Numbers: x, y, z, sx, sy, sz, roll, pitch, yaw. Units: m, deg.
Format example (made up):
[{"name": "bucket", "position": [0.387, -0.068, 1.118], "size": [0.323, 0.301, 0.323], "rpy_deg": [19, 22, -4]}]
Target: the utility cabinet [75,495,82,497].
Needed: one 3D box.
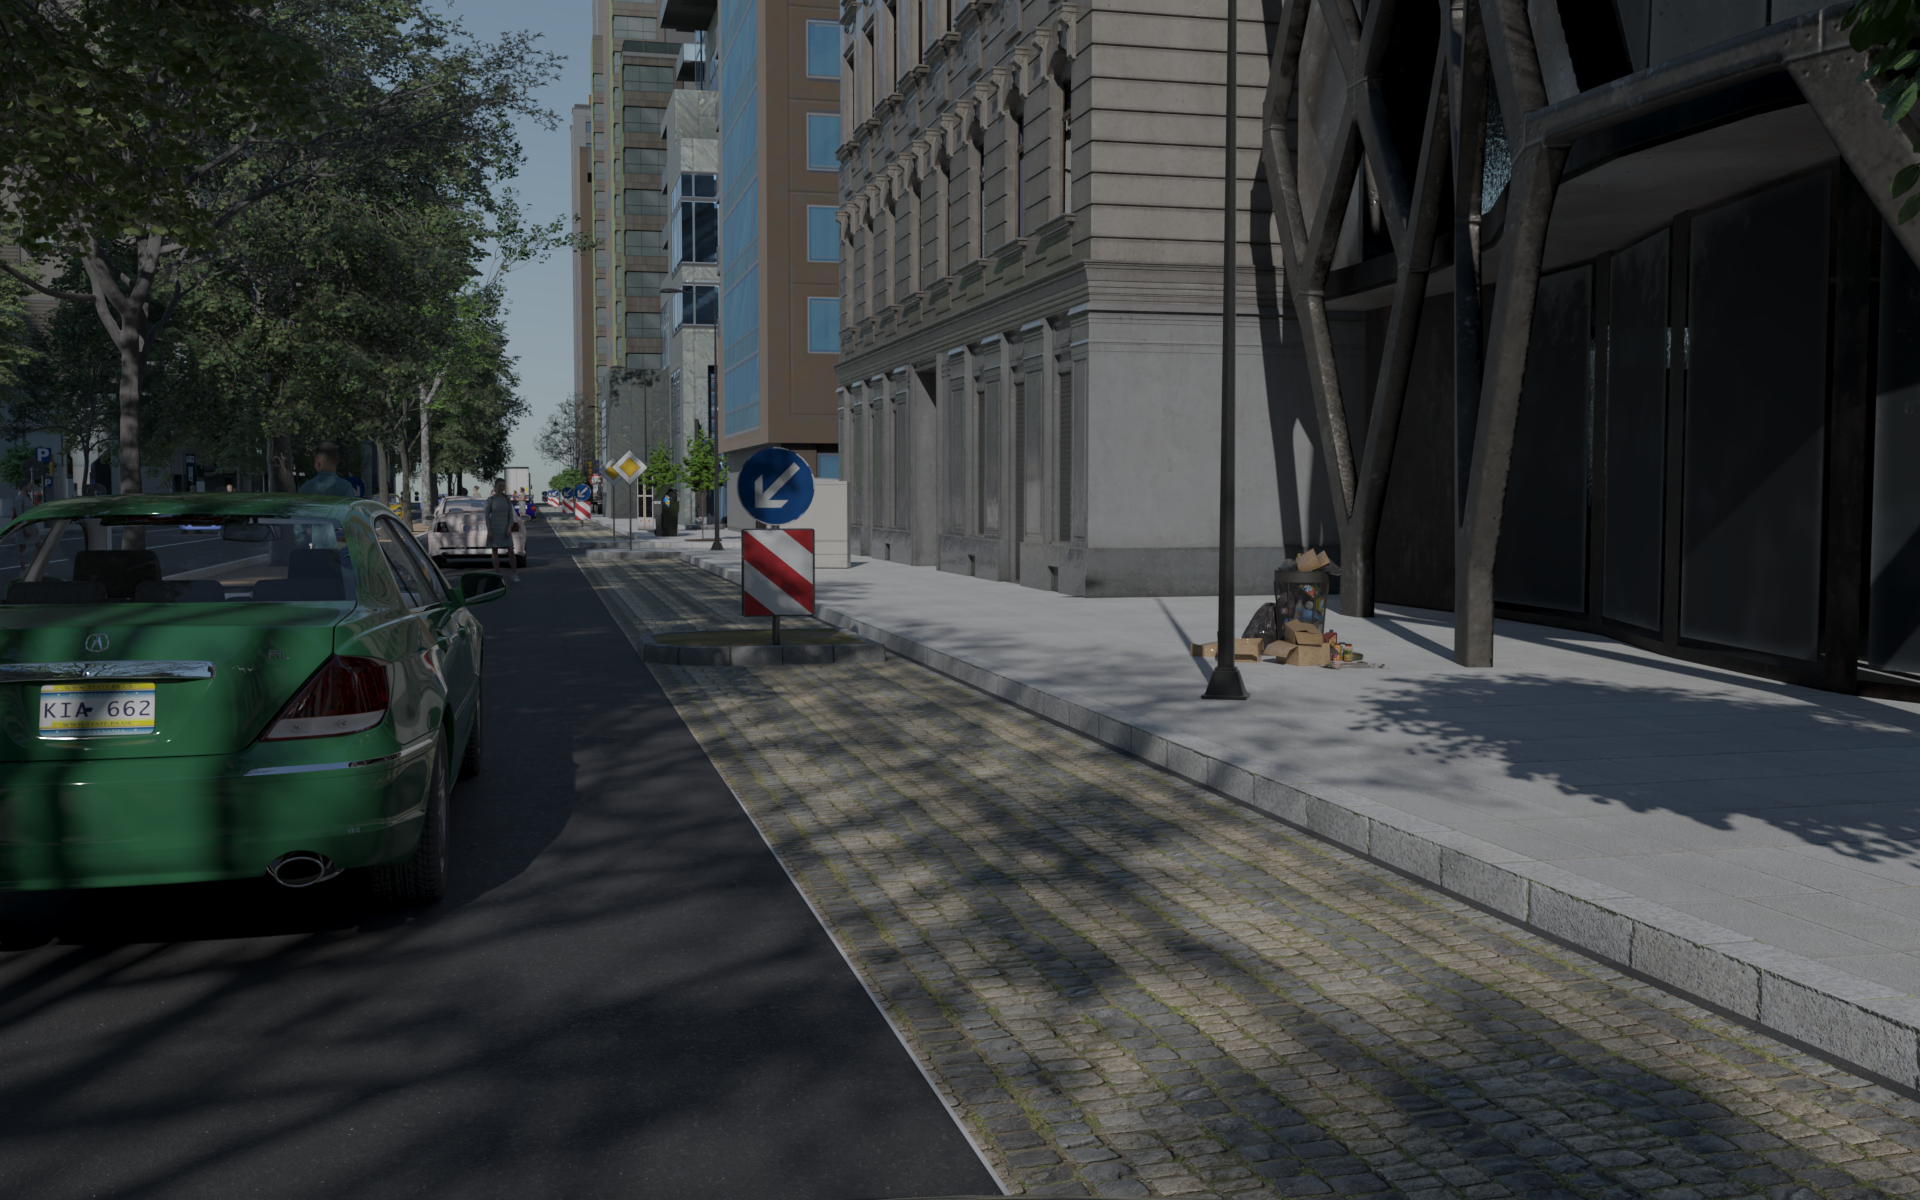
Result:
[{"name": "utility cabinet", "position": [-45.068, -4.743, 88.702], "size": [0.306, 1.237, 1.020], "rpy_deg": [-3, 4, -37]}]

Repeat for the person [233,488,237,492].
[{"name": "person", "position": [-39.843, -5.272, 95.243], "size": [0.519, 1.759, 0.362], "rpy_deg": [-3, 5, -40]}]

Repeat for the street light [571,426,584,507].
[{"name": "street light", "position": [-25.824, -8.971, 119.212], "size": [1.470, 5.913, 1.316], "rpy_deg": [-1, 4, -14]}]

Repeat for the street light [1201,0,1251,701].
[{"name": "street light", "position": [1.149, -2.329, 10.620], "size": [1.470, 5.913, 1.316], "rpy_deg": [-1, 4, -14]}]

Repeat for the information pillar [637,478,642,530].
[{"name": "information pillar", "position": [-11.225, -3.479, 61.367], "size": [0.304, 2.012, 0.304], "rpy_deg": [2, 4, 25]}]

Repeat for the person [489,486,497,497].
[{"name": "person", "position": [-17.619, -3.485, 66.074], "size": [0.643, 1.750, 0.593], "rpy_deg": [3, 4, 36]}]

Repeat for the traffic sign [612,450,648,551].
[{"name": "traffic sign", "position": [-7.487, -2.182, 39.312], "size": [0.795, 2.450, 0.064], "rpy_deg": [-1, 4, -14]}]

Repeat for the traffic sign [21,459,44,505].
[{"name": "traffic sign", "position": [-33.510, -3.823, 62.613], "size": [0.768, 2.556, 0.104], "rpy_deg": [-1, 4, -13]}]

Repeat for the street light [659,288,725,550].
[{"name": "street light", "position": [-6.073, -4.080, 39.253], "size": [1.470, 5.913, 1.316], "rpy_deg": [-1, 4, -14]}]

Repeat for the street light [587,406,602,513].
[{"name": "street light", "position": [-18.833, -7.248, 91.044], "size": [1.470, 5.913, 1.316], "rpy_deg": [-1, 4, -14]}]

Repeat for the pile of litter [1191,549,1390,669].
[{"name": "pile of litter", "position": [2.492, 0.037, 13.360], "size": [1.176, 0.858, 1.719], "rpy_deg": [-1, 4, -21]}]

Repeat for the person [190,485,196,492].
[{"name": "person", "position": [-32.827, -4.017, 74.347], "size": [0.590, 1.801, 0.661], "rpy_deg": [-2, 4, -33]}]

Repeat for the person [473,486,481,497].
[{"name": "person", "position": [-20.128, -3.852, 71.822], "size": [0.599, 1.781, 0.374], "rpy_deg": [2, 4, 32]}]

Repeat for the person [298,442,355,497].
[{"name": "person", "position": [-5.032, -0.325, 13.674], "size": [0.638, 1.841, 0.748], "rpy_deg": [2, 4, 33]}]

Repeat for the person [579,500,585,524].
[{"name": "person", "position": [-18.207, -4.567, 83.745], "size": [0.524, 1.755, 0.480], "rpy_deg": [-2, 4, -25]}]

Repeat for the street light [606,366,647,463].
[{"name": "street light", "position": [-11.948, -5.522, 62.834], "size": [1.470, 5.913, 1.316], "rpy_deg": [-1, 4, -14]}]

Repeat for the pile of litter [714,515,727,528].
[{"name": "pile of litter", "position": [-8.788, -3.208, 66.415], "size": [1.719, 0.858, 1.176], "rpy_deg": [2, 4, 34]}]

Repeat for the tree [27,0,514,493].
[{"name": "tree", "position": [-13.308, -7.623, 33.756], "size": [9.857, 13.997, 8.962], "rpy_deg": [0, 3, 0]}]

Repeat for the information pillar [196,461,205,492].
[{"name": "information pillar", "position": [-50.133, -7.525, 114.382], "size": [0.504, 3.616, 0.183], "rpy_deg": [-2, 4, -29]}]

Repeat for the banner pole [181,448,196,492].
[{"name": "banner pole", "position": [-41.986, -6.370, 94.169], "size": [0.863, 3.779, 0.401], "rpy_deg": [-1, 4, -14]}]

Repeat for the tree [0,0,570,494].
[{"name": "tree", "position": [-9.958, -6.587, 20.520], "size": [12.009, 13.543, 11.850], "rpy_deg": [0, 3, 0]}]

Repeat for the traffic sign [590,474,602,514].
[{"name": "traffic sign", "position": [-22.983, -6.687, 109.440], "size": [0.768, 2.556, 0.104], "rpy_deg": [-1, 4, -9]}]

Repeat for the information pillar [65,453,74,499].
[{"name": "information pillar", "position": [-47.962, -6.236, 93.310], "size": [0.183, 3.616, 0.504], "rpy_deg": [1, 4, 10]}]

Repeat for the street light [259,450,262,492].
[{"name": "street light", "position": [-46.527, -8.810, 116.591], "size": [1.470, 5.913, 1.316], "rpy_deg": [-1, 4, -14]}]

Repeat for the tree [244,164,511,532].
[{"name": "tree", "position": [-18.095, -7.691, 53.962], "size": [9.928, 11.665, 9.643], "rpy_deg": [0, 3, 0]}]

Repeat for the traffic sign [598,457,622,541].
[{"name": "traffic sign", "position": [-9.413, -2.656, 47.063], "size": [0.795, 2.450, 0.064], "rpy_deg": [-1, 4, -14]}]

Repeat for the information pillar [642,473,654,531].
[{"name": "information pillar", "position": [-10.940, -3.451, 60.922], "size": [0.304, 2.012, 0.304], "rpy_deg": [-1, 4, -10]}]

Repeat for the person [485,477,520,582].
[{"name": "person", "position": [-7.497, -1.147, 28.258], "size": [0.512, 1.701, 0.522], "rpy_deg": [-2, 4, -32]}]

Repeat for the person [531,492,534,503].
[{"name": "person", "position": [-66.715, -15.932, 269.788], "size": [0.445, 1.727, 0.742], "rpy_deg": [3, 5, 44]}]

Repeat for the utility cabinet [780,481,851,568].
[{"name": "utility cabinet", "position": [-2.488, -1.295, 29.851], "size": [1.173, 1.500, 0.318], "rpy_deg": [0, 4, 8]}]

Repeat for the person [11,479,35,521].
[{"name": "person", "position": [-16.251, -1.263, 30.160], "size": [0.522, 1.701, 0.512], "rpy_deg": [0, 4, -4]}]

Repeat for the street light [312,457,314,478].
[{"name": "street light", "position": [-53.385, -10.515, 144.460], "size": [1.470, 5.913, 1.316], "rpy_deg": [-1, 4, -14]}]

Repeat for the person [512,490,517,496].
[{"name": "person", "position": [-34.119, -7.540, 132.497], "size": [1.217, 1.743, 0.721], "rpy_deg": [2, 4, 31]}]

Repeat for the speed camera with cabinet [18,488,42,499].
[{"name": "speed camera with cabinet", "position": [-59.844, -7.207, 112.167], "size": [2.038, 3.252, 0.660], "rpy_deg": [0, 4, -4]}]

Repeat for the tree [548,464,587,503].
[{"name": "tree", "position": [-42.265, -12.521, 188.424], "size": [4.285, 4.588, 4.351], "rpy_deg": [0, 3, 0]}]

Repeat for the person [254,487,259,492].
[{"name": "person", "position": [-38.670, -5.288, 95.202], "size": [0.529, 1.795, 0.600], "rpy_deg": [-3, 4, -38]}]

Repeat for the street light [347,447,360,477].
[{"name": "street light", "position": [-60.377, -12.221, 172.358], "size": [1.470, 5.913, 1.316], "rpy_deg": [-1, 4, -14]}]

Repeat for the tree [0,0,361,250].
[{"name": "tree", "position": [-7.617, -5.530, 11.002], "size": [7.486, 12.596, 7.792], "rpy_deg": [0, 3, 0]}]

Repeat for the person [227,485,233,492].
[{"name": "person", "position": [-24.839, -3.016, 58.490], "size": [0.598, 1.740, 0.731], "rpy_deg": [2, 4, 24]}]

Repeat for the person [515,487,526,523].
[{"name": "person", "position": [-21.684, -4.685, 85.453], "size": [0.532, 1.782, 0.716], "rpy_deg": [-1, 4, -15]}]
